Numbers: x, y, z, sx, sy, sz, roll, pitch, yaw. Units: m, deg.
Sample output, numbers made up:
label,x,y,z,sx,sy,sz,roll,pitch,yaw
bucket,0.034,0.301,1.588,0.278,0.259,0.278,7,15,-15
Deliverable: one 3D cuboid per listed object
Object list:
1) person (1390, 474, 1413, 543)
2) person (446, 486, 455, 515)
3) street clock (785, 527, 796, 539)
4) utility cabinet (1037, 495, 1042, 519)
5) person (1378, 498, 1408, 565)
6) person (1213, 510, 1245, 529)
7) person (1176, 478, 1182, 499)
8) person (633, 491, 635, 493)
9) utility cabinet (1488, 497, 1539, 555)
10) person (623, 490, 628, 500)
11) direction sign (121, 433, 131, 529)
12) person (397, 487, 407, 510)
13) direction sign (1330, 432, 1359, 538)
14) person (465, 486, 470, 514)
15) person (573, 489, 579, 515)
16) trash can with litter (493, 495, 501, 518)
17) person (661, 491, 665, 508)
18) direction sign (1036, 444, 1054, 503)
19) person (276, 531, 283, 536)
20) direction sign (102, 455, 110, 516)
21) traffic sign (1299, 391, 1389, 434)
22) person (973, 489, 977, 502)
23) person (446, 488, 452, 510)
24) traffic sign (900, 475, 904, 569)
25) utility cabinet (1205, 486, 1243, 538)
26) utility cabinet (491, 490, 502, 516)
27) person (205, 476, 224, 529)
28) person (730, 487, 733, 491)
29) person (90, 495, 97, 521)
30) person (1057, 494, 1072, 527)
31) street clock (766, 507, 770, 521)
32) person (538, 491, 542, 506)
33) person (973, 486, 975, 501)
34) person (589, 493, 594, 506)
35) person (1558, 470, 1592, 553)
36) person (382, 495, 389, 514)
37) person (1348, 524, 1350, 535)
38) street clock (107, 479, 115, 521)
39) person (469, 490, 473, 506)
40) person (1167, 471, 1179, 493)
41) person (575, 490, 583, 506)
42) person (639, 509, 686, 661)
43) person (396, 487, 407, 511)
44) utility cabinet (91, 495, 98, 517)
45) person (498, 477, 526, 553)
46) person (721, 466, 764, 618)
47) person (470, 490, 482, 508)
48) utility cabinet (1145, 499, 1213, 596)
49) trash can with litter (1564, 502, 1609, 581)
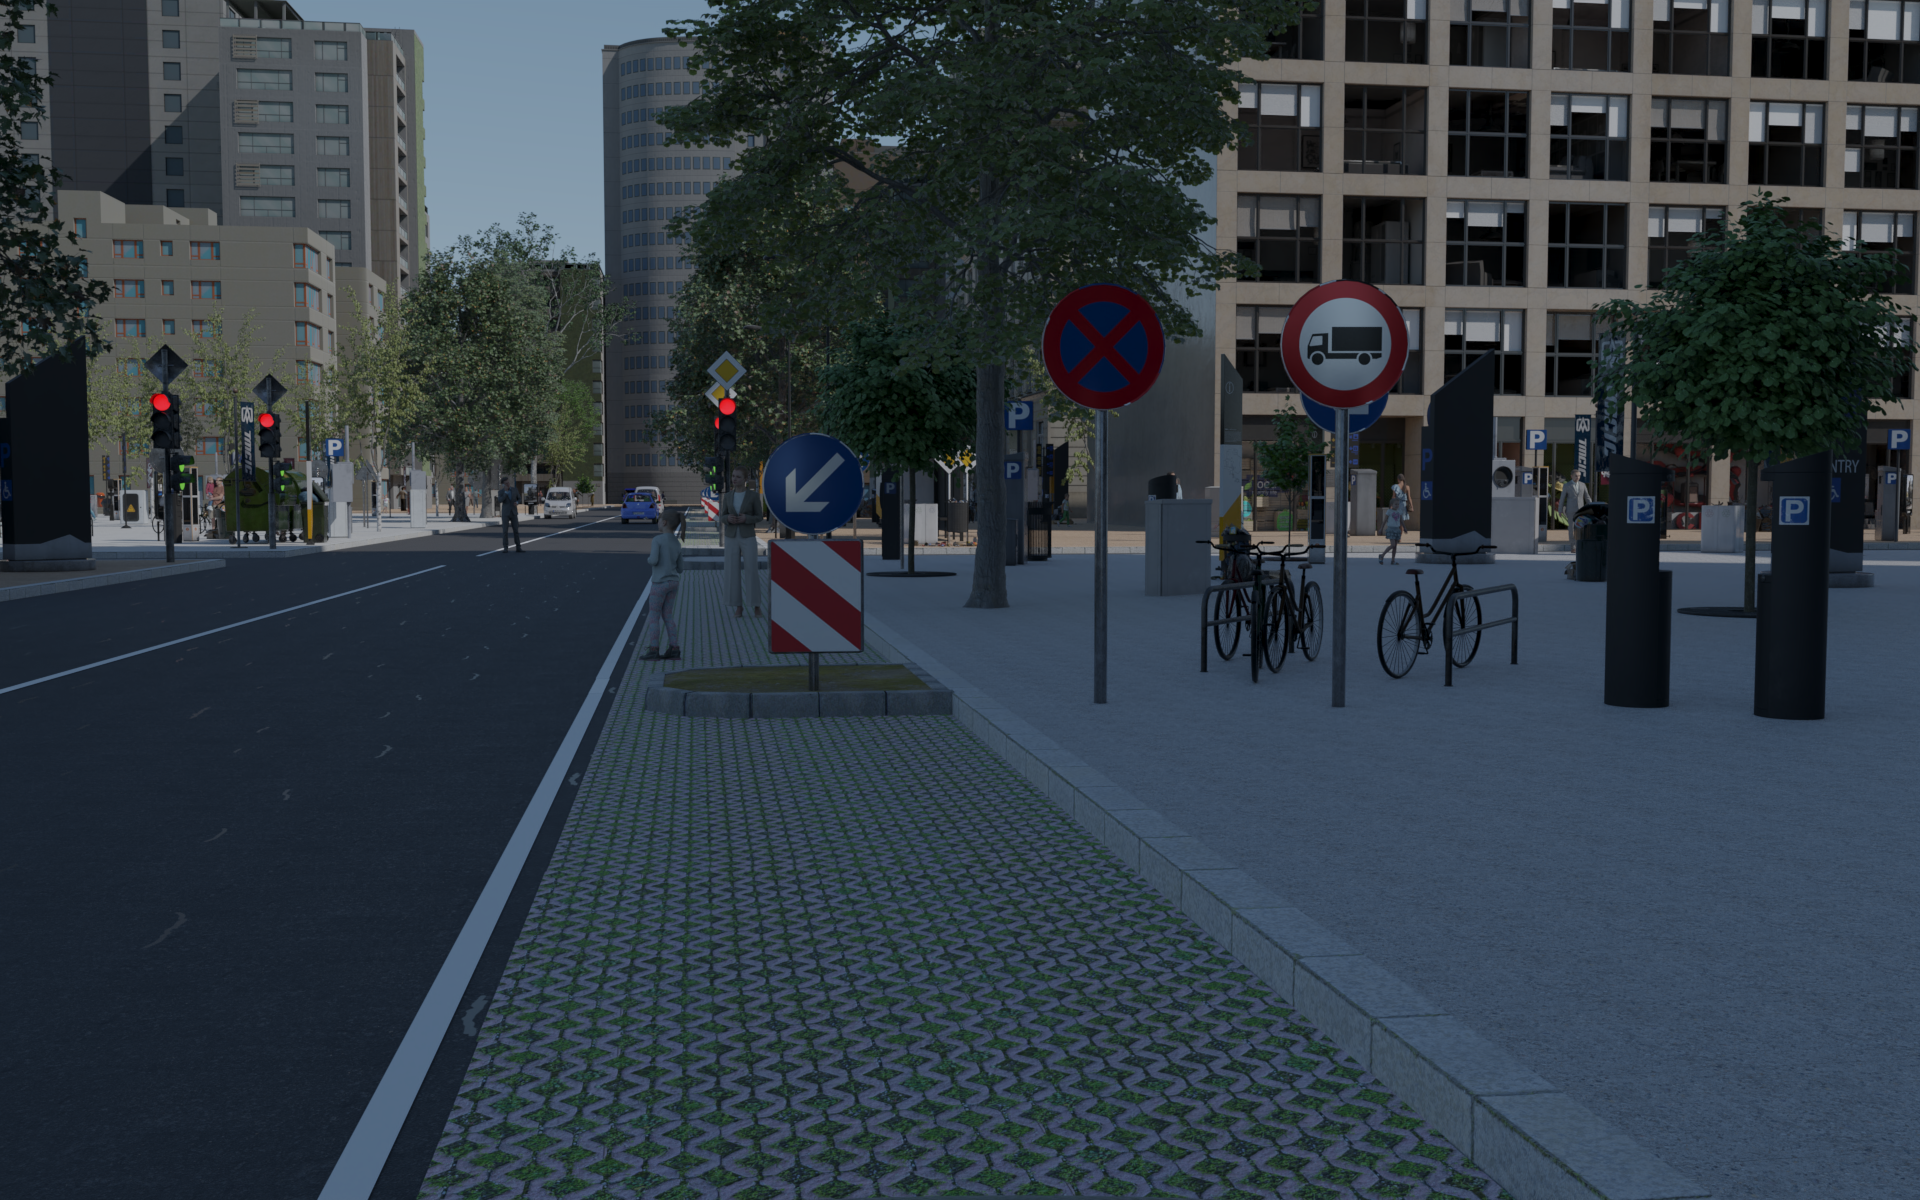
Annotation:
label,x,y,z,sx,sy,sz,roll,pitch,yaw
person,11.654,-2.420,45.706,0.616,1.811,0.778,1,4,11
person,-30.345,-5.942,103.595,0.834,1.777,0.661,3,5,45
street clock,-4.202,-2.343,42.879,0.471,2.002,0.358,2,4,31
utility cabinet,3.803,-4.756,88.918,1.020,1.237,0.306,-2,4,-25
person,7.867,-1.246,31.430,0.505,1.210,0.382,-2,4,-25
person,6.839,-1.963,43.629,0.738,1.151,1.012,0,4,-2
person,6.858,-2.953,54.593,0.793,1.790,0.793,-2,4,-31
person,-32.003,-9.859,170.521,1.217,1.723,0.721,1,4,10
utility cabinet,11.842,-1.586,37.098,1.020,1.237,0.306,2,4,33
person,-28.737,-8.602,149.137,0.705,1.824,1.348,0,4,2
direction sign,-31.125,-4.437,64.544,0.379,3.537,0.876,-2,4,-32
person,-41.883,-7.614,130.517,1.348,1.826,0.705,1,4,18
direction sign,11.342,-3.615,51.108,0.876,3.537,0.379,-1,4,-9
person,-31.580,-6.363,110.437,0.716,1.782,0.532,-1,4,-16
person,-26.737,-6.810,119.986,1.348,1.807,0.705,3,5,45
trash can with litter,-25.597,-5.114,94.675,1.678,1.210,2.233,1,4,18
person,-30.246,-10.214,176.420,0.530,1.710,0.541,-2,4,-27
direction sign,3.765,-5.252,77.872,0.876,3.537,0.379,0,4,1
person,-20.878,-2.867,53.186,0.850,1.792,0.678,3,5,40
direction sign,-49.900,-6.683,101.272,0.379,3.537,0.876,0,4,-2
traffic sign,3.271,-0.901,14.842,0.768,2.556,0.104,0,4,-1
person,1.060,-5.805,101.129,0.592,1.802,0.473,3,4,38
person,-40.646,-8.025,137.809,0.434,1.755,0.990,-2,4,-24
traffic sign,-0.989,-1.810,29.602,0.884,2.594,0.081,0,4,-3
utility cabinet,7.605,-2.527,49.999,0.318,1.500,1.173,-3,5,-42
utility cabinet,-26.895,-5.595,100.150,1.173,1.500,0.318,0,4,-6
person,-23.023,-2.904,53.495,0.573,1.828,0.580,3,5,44
person,-16.145,-7.080,122.352,0.990,1.755,0.434,1,4,15
person,-41.208,-4.584,81.829,0.643,1.720,0.563,0,4,-2
person,4.089,-3.499,67.495,0.590,1.304,0.306,1,4,21
street clock,-8.989,-4.706,81.505,0.358,2.002,0.471,2,4,25
person,-44.101,-10.671,181.988,0.415,1.643,0.593,1,4,11
person,0.865,-5.933,103.401,0.623,1.781,0.721,2,4,33
person,-40.148,-11.127,188.700,0.721,1.736,1.217,-3,5,-40
person,13.387,-1.924,37.624,0.709,1.813,0.853,0,4,-7
person,-37.405,-6.230,112.911,0.505,1.210,0.382,-2,4,-24
person,12.499,-2.939,54.369,0.850,1.792,0.678,-3,4,-37
street clock,-40.657,-4.795,82.968,0.358,2.002,0.471,-1,4,-19
person,-52.551,-10.962,185.816,0.434,1.755,0.990,3,5,45
person,5.824,-2.576,47.515,0.474,1.900,0.648,0,4,-6
person,-39.828,-10.660,179.973,1.348,1.869,0.705,-1,4,-22
person,-2.559,-0.126,14.836,0.394,1.301,0.425,1,4,15
person,-41.359,-7.497,128.623,1.348,1.823,0.705,1,4,17
utility cabinet,-49.206,-5.287,97.606,1.020,1.237,0.306,0,4,-4
person,-10.977,-2.085,42.395,0.655,1.846,0.447,-2,4,-30
person,-2.539,-0.669,19.990,0.519,1.759,0.362,1,4,11
person,-44.312,-9.317,158.465,1.350,1.814,0.705,-1,4,-18
utility cabinet,2.787,-0.671,22.132,1.020,1.237,0.306,-3,5,-44
trash can with litter,9.233,-0.872,25.648,0.624,1.170,1.055,0,4,-2
